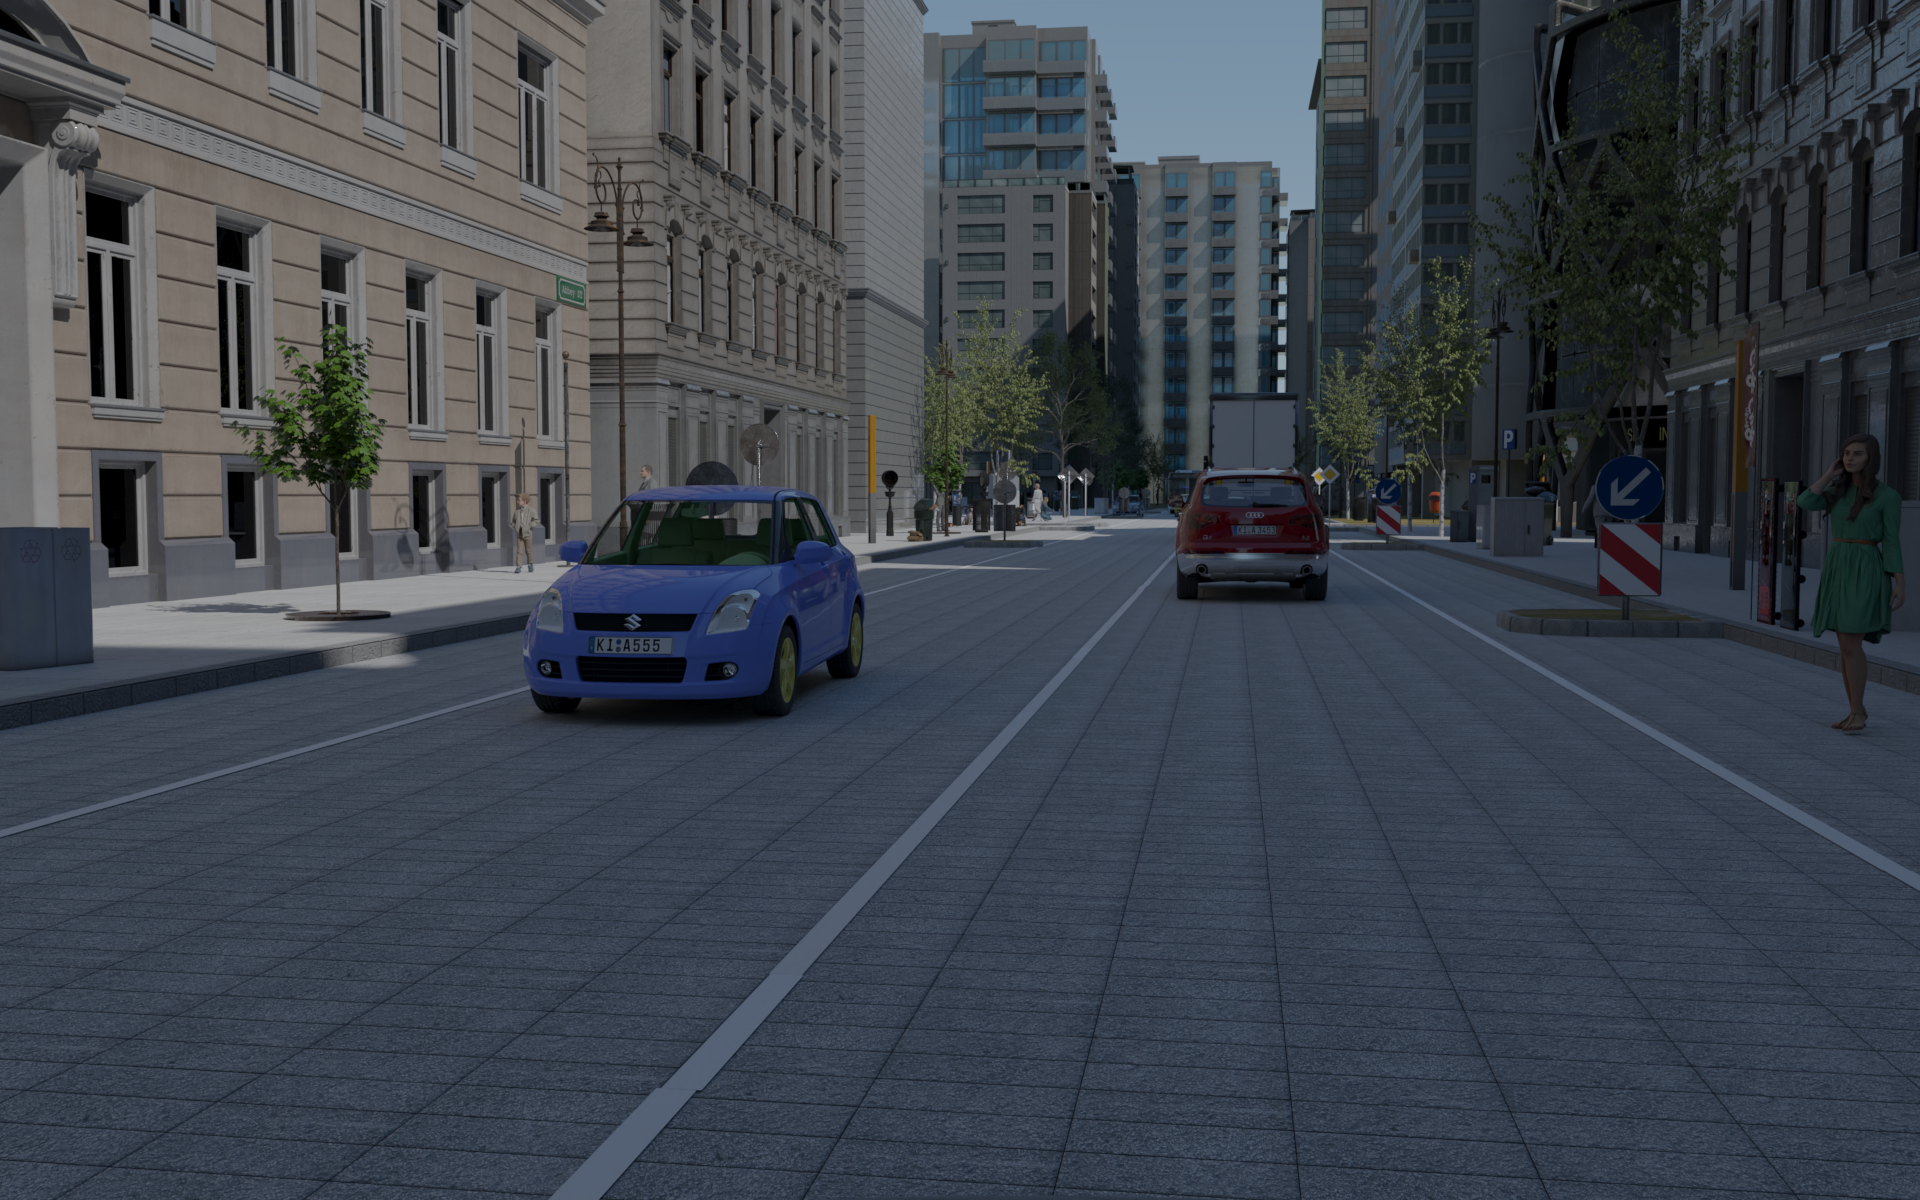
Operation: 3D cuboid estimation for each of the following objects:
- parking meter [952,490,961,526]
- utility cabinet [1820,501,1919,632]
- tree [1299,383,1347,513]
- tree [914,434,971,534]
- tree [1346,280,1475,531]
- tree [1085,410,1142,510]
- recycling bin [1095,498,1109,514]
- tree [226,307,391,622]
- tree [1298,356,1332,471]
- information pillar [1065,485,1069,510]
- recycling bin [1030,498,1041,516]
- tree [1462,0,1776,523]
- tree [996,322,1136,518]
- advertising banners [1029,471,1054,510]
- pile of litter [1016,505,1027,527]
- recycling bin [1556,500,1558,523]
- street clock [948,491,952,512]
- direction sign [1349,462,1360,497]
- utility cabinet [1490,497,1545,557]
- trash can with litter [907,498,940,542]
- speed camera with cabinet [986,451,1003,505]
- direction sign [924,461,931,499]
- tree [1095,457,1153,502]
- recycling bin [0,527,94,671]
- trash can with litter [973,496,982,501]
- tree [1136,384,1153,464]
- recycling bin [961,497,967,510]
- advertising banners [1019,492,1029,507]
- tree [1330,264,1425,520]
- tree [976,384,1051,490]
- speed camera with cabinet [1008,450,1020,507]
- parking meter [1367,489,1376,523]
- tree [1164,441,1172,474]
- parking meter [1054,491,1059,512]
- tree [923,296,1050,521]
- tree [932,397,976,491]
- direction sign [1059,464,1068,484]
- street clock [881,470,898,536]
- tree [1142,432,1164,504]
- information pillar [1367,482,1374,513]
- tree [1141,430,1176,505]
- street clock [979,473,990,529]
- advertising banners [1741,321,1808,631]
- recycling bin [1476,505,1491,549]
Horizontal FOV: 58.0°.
[{"bbox_3d":[-0.126,-3.742,69.592,0.372,1.533,0.369,0,3,0],"label":"parking meter"},{"bbox_3d":[8.687,-0.315,16.317,1.020,1.237,0.306,1,4,19],"label":"utility cabinet"},{"bbox_3d":[25.394,-10.131,116.011,4.360,8.622,3.978,0,3,0],"label":"tree"},{"bbox_3d":[-0.376,-3.749,55.902,1.663,3.219,1.824,0,3,0],"label":"tree"},{"bbox_3d":[15.463,-6.653,59.142,4.360,8.622,3.978,0,3,0],"label":"tree"},{"bbox_3d":[12.168,-11.627,140.460,4.360,8.622,3.978,0,3,0],"label":"tree"},{"bbox_3d":[9.235,-6.141,112.957,0.722,1.027,0.722,2,4,27],"label":"recycling bin"},{"bbox_3d":[-6.413,-1.430,17.975,1.663,3.219,1.824,0,3,0],"label":"tree"},{"bbox_3d":[19.413,-8.330,86.564,4.737,8.622,4.395,0,3,0],"label":"tree"},{"bbox_3d":[8.517,-8.139,137.560,0.304,2.012,0.304,-3,5,-42],"label":"information pillar"},{"bbox_3d":[4.415,-5.522,102.843,0.722,1.027,0.722,1,4,21],"label":"recycling bin"},{"bbox_3d":[9.999,-4.619,25.877,4.737,8.622,4.395,0,3,0],"label":"tree"},{"bbox_3d":[5.399,-9.784,94.379,7.601,10.594,8.767,0,4,3],"label":"tree"},{"bbox_3d":[6.386,-8.412,133.721,2.074,3.025,0.090,-2,4,-30],"label":"advertising banners"},{"bbox_3d":[2.144,-3.377,69.178,1.176,0.858,1.719,1,4,16],"label":"pile of litter"},{"bbox_3d":[26.363,-3.987,77.734,0.722,1.027,0.722,0,4,3],"label":"recycling bin"},{"bbox_3d":[-0.623,-7.143,121.364,0.471,2.002,0.358,-2,4,-34],"label":"street clock"},{"bbox_3d":[28.143,-8.045,123.532,0.876,3.537,0.379,3,5,44],"label":"direction sign"},{"bbox_3d":[11.461,-1.496,35.626,1.020,1.237,0.306,0,4,-1],"label":"utility cabinet"},{"bbox_3d":[-1.017,-2.166,46.807,0.624,1.170,1.055,1,4,21],"label":"trash can with litter"},{"bbox_3d":[1.748,-5.222,79.710,0.660,3.252,2.038,1,4,18],"label":"speed camera with cabinet"},{"bbox_3d":[-2.325,-7.863,120.557,0.379,3.537,0.876,1,4,20],"label":"direction sign"},{"bbox_3d":[13.179,-9.989,147.030,4.285,4.588,4.351,0,3,0],"label":"tree"},{"bbox_3d":[-7.034,-0.025,12.958,0.722,1.027,0.722,1,4,23],"label":"recycling bin"},{"bbox_3d":[1.207,-6.706,121.025,0.624,1.170,1.055,0,4,3],"label":"trash can with litter"},{"bbox_3d":[9.783,-11.342,119.858,7.601,10.594,8.767,0,4,1],"label":"tree"},{"bbox_3d":[0.171,-7.886,141.489,0.722,1.027,0.722,-1,4,-14],"label":"recycling bin"},{"bbox_3d":[5.944,-9.404,149.949,2.074,3.025,0.090,-2,4,-30],"label":"advertising banners"},{"bbox_3d":[14.409,-6.228,52.189,4.737,8.622,4.395,0,3,0],"label":"tree"},{"bbox_3d":[3.782,-9.960,113.203,4.360,8.622,3.978,0,3,0],"label":"tree"},{"bbox_3d":[2.371,-5.077,77.346,0.660,3.252,2.038,0,4,2],"label":"speed camera with cabinet"},{"bbox_3d":[18.514,-4.247,77.851,0.372,1.533,0.369,0,3,0],"label":"parking meter"},{"bbox_3d":[25.915,-16.966,227.763,4.360,8.622,3.978,0,3,0],"label":"tree"},{"bbox_3d":[7.053,-7.237,126.739,0.372,1.533,0.369,0,3,0],"label":"parking meter"},{"bbox_3d":[1.378,-6.946,63.937,4.737,8.622,4.395,0,3,0],"label":"tree"},{"bbox_3d":[-0.326,-10.687,125.098,4.360,8.622,3.978,0,3,0],"label":"tree"},{"bbox_3d":[7.762,-8.422,129.695,0.876,3.537,0.379,3,4,39],"label":"direction sign"},{"bbox_3d":[-2.131,-2.942,52.668,0.471,2.002,0.358,-1,4,-22],"label":"street clock"},{"bbox_3d":[15.589,-12.680,157.679,4.360,8.622,3.978,0,3,0],"label":"tree"},{"bbox_3d":[22.987,-5.656,96.963,0.304,2.012,0.304,2,4,29],"label":"information pillar"},{"bbox_3d":[22.545,-15.228,199.342,4.737,8.622,4.395,0,3,0],"label":"tree"},{"bbox_3d":[0.834,-3.370,59.671,0.358,2.002,0.471,-1,4,-19],"label":"street clock"},{"bbox_3d":[7.990,-1.277,17.064,0.090,3.025,2.074,1,4,9],"label":"advertising banners"},{"bbox_3d":[12.490,-1.704,40.415,0.722,1.027,0.722,0,4,4],"label":"recycling bin"}]
